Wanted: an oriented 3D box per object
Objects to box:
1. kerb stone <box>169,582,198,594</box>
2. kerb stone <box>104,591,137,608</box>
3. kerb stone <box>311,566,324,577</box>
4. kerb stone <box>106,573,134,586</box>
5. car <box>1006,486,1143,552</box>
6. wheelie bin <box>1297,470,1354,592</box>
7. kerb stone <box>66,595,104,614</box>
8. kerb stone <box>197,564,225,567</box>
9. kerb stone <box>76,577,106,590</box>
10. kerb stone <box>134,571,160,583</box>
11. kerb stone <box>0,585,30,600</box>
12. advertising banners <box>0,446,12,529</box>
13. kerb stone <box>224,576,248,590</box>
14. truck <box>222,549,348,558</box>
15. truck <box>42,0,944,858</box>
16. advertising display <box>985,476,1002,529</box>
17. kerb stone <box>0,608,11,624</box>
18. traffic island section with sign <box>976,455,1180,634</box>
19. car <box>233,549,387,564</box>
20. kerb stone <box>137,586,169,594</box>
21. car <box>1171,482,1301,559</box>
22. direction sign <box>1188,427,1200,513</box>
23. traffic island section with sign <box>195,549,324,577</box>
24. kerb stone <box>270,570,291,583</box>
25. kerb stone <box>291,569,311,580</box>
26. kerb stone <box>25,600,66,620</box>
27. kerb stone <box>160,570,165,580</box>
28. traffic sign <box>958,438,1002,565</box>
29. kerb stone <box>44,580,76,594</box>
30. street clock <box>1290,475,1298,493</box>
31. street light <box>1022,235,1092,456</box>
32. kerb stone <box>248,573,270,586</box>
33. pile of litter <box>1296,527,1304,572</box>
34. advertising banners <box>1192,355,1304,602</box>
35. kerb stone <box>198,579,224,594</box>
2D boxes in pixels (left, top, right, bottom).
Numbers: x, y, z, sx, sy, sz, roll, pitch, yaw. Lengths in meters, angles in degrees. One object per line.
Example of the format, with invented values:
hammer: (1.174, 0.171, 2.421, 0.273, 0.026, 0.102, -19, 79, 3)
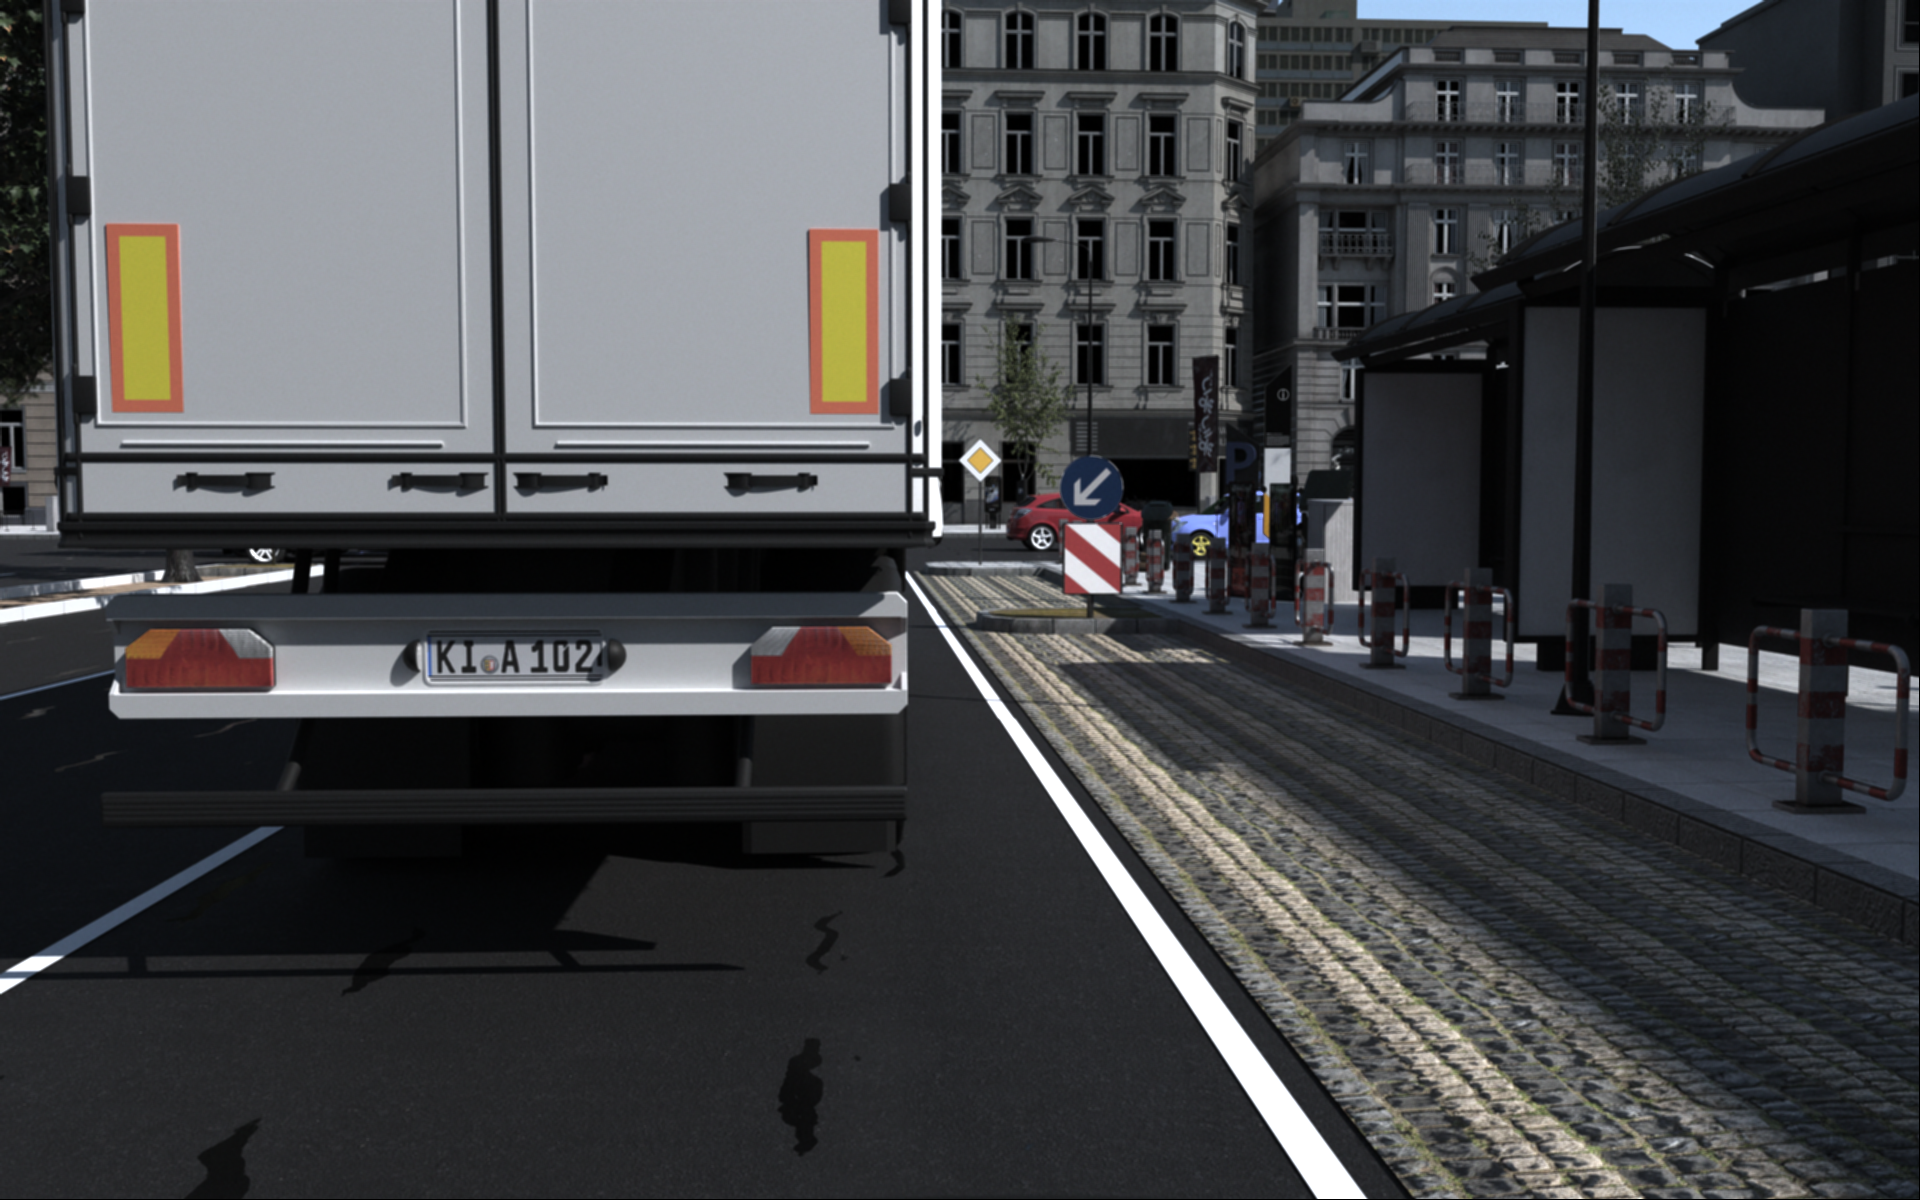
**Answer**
kerb stone: (-10.944, -0.123, 24.214, 0.120, 0.150, 1.000, 0, 4, -4)
kerb stone: (-10.816, 0.004, 22.138, 0.120, 0.150, 1.000, 0, 4, -4)
kerb stone: (-11.337, -0.501, 30.386, 0.120, 0.150, 1.000, 0, 4, -4)
kerb stone: (-13.234, -0.297, 27.111, 0.120, 0.150, 1.000, 0, 4, -4)
car: (3.418, -2.141, 44.049, 4.494, 1.783, 2.155, 0, 4, -4)
wheelie bin: (4.799, -0.892, 22.488, 0.980, 1.594, 0.693, 3, 4, 36)
kerb stone: (-10.750, 0.066, 21.111, 0.120, 0.150, 1.000, 0, 4, -4)
kerb stone: (-13.496, -0.549, 31.216, 0.120, 0.150, 1.000, 0, 4, -4)
kerb stone: (-13.168, -0.236, 26.076, 0.120, 0.150, 1.000, 0, 4, -4)
kerb stone: (-13.296, -0.363, 28.134, 0.120, 0.150, 1.000, 0, 4, -4)
kerb stone: (-13.042, -0.112, 24.025, 0.120, 0.150, 1.000, 0, 4, -4)
advertising banners: (-35.660, -4.116, 63.482, 2.074, 3.025, 0.090, 0, 4, 8)
kerb stone: (-11.072, -0.248, 26.273, 0.120, 0.150, 1.000, 0, 4, -4)
truck: (-12.741, -3.127, 40.038, 11.283, 4.237, 2.839, 0, 4, -2)
truck: (-1.549, -1.308, 10.293, 2.839, 4.237, 11.283, 0, 4, -3)
advertising display: (1.219, -3.586, 63.847, 0.123, 1.923, 0.974, -2, 4, -32)
kerb stone: (-10.617, 0.195, 19.058, 0.120, 0.150, 1.000, 0, 4, -4)
traffic island section with sign: (1.196, -0.605, 18.525, 1.989, 1.847, 2.006, 0, 4, -4)
car: (-12.268, -1.642, 35.520, 5.304, 1.827, 2.281, 0, 4, -4)
kerb stone: (-10.881, -0.060, 23.183, 0.120, 0.150, 1.000, 0, 4, -4)
car: (6.366, -1.808, 39.146, 3.694, 1.707, 1.945, 0, 4, -4)
direction sign: (8.111, -4.085, 58.781, 0.876, 3.537, 0.379, -2, 4, -30)
traffic island section with sign: (-12.412, -1.385, 30.786, 2.006, 1.907, 1.989, 0, 4, -4)
kerb stone: (-11.211, -0.374, 28.334, 0.120, 0.150, 1.000, 0, 4, -4)
kerb stone: (-11.272, -0.438, 29.363, 0.120, 0.150, 1.000, 0, 4, -4)
kerb stone: (-10.683, 0.129, 20.081, 0.120, 0.150, 1.000, 0, 4, -4)
kerb stone: (-13.366, -0.426, 29.160, 0.120, 0.150, 1.000, 0, 4, -4)
traffic sign: (0.363, -1.690, 31.275, 0.795, 2.450, 0.064, 0, 4, -4)
kerb stone: (-13.110, -0.174, 25.049, 0.120, 0.150, 1.000, 0, 4, -4)
street clock: (12.800, -3.792, 66.573, 0.358, 2.002, 0.471, -1, 4, -10)
street light: (1.813, -3.595, 31.316, 1.470, 5.913, 1.316, 0, 4, -4)
kerb stone: (-11.148, -0.312, 27.303, 0.120, 0.150, 1.000, 0, 4, -4)
pile of litter: (5.745, -0.926, 29.107, 1.176, 0.858, 1.719, -1, 4, -14)
advertising banners: (3.509, -1.541, 21.381, 0.090, 3.025, 2.074, -2, 4, -31)
kerb stone: (-11.007, -0.187, 25.247, 0.120, 0.150, 1.000, 0, 4, -4)
